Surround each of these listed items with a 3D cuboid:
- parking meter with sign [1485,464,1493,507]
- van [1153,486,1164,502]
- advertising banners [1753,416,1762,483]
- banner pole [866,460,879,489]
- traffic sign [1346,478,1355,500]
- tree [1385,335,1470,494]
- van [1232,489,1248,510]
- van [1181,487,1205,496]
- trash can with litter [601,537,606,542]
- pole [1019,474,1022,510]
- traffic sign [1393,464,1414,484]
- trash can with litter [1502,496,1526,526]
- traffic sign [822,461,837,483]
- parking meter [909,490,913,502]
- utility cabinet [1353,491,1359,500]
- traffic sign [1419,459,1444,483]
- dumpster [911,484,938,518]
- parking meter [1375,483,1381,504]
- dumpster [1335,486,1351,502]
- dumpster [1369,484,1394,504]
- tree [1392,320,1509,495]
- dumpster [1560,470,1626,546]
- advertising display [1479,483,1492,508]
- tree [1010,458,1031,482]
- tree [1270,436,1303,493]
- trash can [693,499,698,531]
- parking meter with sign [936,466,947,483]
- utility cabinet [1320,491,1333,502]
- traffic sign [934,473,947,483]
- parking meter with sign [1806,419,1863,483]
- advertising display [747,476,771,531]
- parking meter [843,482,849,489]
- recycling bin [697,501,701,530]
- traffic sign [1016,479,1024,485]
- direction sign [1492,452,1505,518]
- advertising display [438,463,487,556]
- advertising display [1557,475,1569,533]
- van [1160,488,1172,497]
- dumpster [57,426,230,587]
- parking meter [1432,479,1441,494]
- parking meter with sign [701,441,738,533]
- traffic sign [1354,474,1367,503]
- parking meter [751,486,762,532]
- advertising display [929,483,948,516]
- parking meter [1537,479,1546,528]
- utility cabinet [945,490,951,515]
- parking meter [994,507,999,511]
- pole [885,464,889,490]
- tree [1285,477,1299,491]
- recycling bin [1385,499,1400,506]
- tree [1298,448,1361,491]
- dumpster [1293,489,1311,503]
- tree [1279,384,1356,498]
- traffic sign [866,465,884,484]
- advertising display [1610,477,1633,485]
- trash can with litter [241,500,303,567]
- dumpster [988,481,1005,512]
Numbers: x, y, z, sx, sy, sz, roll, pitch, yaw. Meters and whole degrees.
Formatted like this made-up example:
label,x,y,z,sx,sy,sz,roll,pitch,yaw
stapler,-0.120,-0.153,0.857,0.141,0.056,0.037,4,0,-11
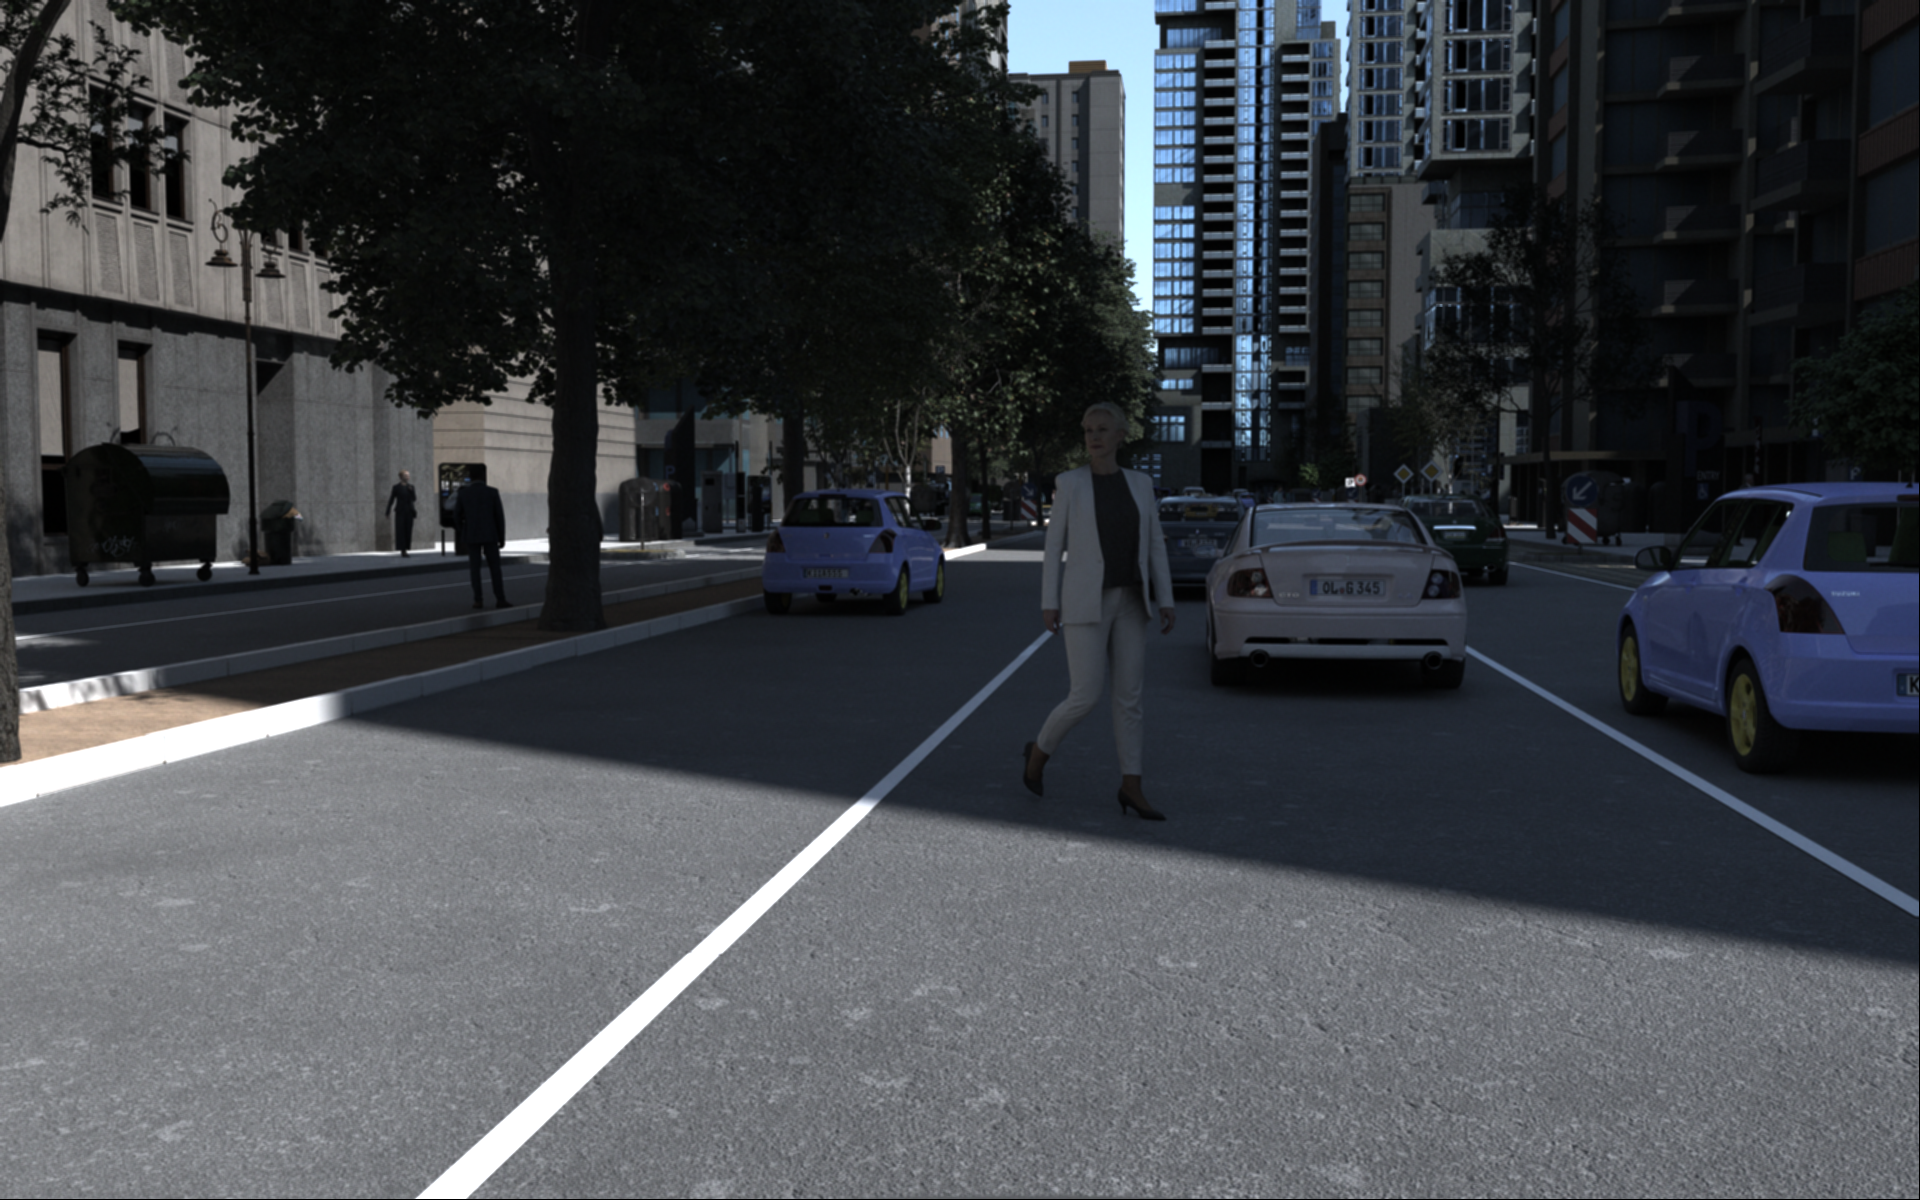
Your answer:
label,x,y,z,sx,sy,sz,roll,pitch,yaw
parking meter with sign,30.702,-6.377,100.527,0.543,3.016,1.738,2,4,25
van,15.125,-8.208,138.584,2.240,2.365,5.245,1,4,9
advertising banners,18.388,-2.644,39.413,0.090,3.025,2.074,3,5,44
banner pole,-4.180,-5.744,83.928,0.863,3.779,0.401,0,4,6
traffic sign,25.052,-6.674,111.256,0.606,2.300,0.079,1,4,10
tree,21.584,-7.950,80.342,4.737,8.622,4.395,0,3,0
van,24.928,-9.009,154.307,2.013,2.044,4.112,0,4,7
van,14.325,-6.067,106.203,2.013,2.044,4.112,0,4,8
trash can with litter,-9.992,-2.127,46.159,1.055,1.170,0.624,-1,4,-18
pole,4.950,-9.058,141.939,0.158,3.312,0.155,0,3,0
traffic sign,16.980,-3.918,66.256,0.795,2.593,0.064,0,4,8
trash can with litter,22.257,-3.642,70.605,1.678,1.210,2.233,3,5,44
traffic sign,-4.508,-3.607,61.161,0.795,2.593,0.064,0,4,8
parking meter,-2.868,-5.536,98.930,0.372,1.533,0.369,0,3,0
utility cabinet,23.862,-5.854,104.397,0.318,1.500,1.173,1,4,15
traffic sign,15.892,-3.435,58.345,0.795,2.593,0.064,0,4,8
dumpster,-1.962,-5.465,95.109,1.264,1.857,1.865,0,4,8
parking meter,22.876,-5.449,94.798,0.255,1.863,0.399,0,4,3
dumpster,25.797,-6.728,115.756,1.264,1.857,1.865,0,4,8
dumpster,23.366,-5.522,96.046,1.264,1.857,1.865,0,4,8
tree,20.654,-7.473,72.553,4.360,8.622,3.978,0,3,0
dumpster,15.781,-2.288,43.167,1.264,1.857,1.865,0,4,8
advertising display,29.337,-5.595,96.695,0.123,1.923,0.974,-2,4,-24
tree,5.673,-12.703,158.057,4.360,8.622,3.978,0,3,0
tree,39.567,-15.872,209.869,4.737,8.622,4.395,0,3,0
trash can,-8.554,-2.612,54.353,0.748,1.137,0.748,0,3,0
parking meter with sign,-1.089,-6.767,106.906,0.543,3.016,1.738,-1,4,-10
utility cabinet,29.053,-7.878,137.476,1.173,1.500,0.318,-2,4,-34
traffic sign,-1.158,-6.282,102.816,0.768,2.556,0.104,1,4,13
parking meter with sign,18.393,-2.434,36.058,0.543,3.016,1.738,-1,4,-10
advertising display,-7.021,-3.382,60.505,0.123,1.923,0.974,3,5,45
parking meter,-5.452,-4.722,82.922,0.255,1.863,0.399,-1,4,-13
recycling bin,-9.690,-3.003,61.650,0.722,1.027,0.722,2,4,26
traffic sign,4.913,-8.711,142.524,0.768,2.556,0.104,1,4,11
direction sign,29.324,-6.263,94.402,0.876,3.537,0.379,-2,4,-29
advertising display,-10.336,-1.885,36.035,0.974,1.923,0.123,-2,4,-32
advertising display,20.183,-3.228,57.992,0.123,1.923,0.974,2,4,34
van,22.270,-11.335,189.719,2.240,2.365,5.245,1,4,9
dumpster,-11.621,-1.357,24.686,1.502,2.255,1.985,0,4,8
parking meter,19.114,-3.905,69.550,0.255,1.863,0.399,3,5,44
parking meter with sign,-8.111,-3.685,56.508,1.738,3.016,0.543,-1,4,-10
traffic sign,25.176,-6.657,108.945,0.768,2.556,0.104,1,4,8
parking meter,-6.828,-3.043,58.163,0.372,1.533,0.369,0,3,0
advertising display,-1.299,-5.758,99.359,0.974,1.923,0.123,-1,4,-16
parking meter,21.987,-3.643,65.268,0.255,1.863,0.399,-1,4,-20
utility cabinet,-0.627,-5.833,104.054,0.318,1.500,1.173,2,4,29
parking meter,2.724,-7.363,128.797,0.372,1.533,0.369,0,3,0
pole,-4.592,-7.045,109.036,0.158,3.312,0.155,0,3,0
tree,37.689,-12.365,196.766,1.663,3.219,1.824,0,3,0
recycling bin,21.918,-4.576,87.378,0.722,1.027,0.722,-2,4,-29
tree,26.753,-8.501,122.700,4.285,4.588,4.351,0,3,0
dumpster,26.039,-7.647,133.249,1.865,1.857,1.264,0,4,8
tree,30.540,-12.976,146.564,7.601,10.594,8.767,3,4,36
traffic sign,-3.420,-4.091,69.072,0.795,2.593,0.064,0,4,8
advertising display,24.728,-3.655,64.967,0.123,1.923,0.974,-3,5,-41
trash can with litter,-12.337,-1.202,31.034,0.624,1.170,1.055,1,4,16
dumpster,2.527,-7.642,127.438,1.502,2.255,1.985,0,4,8
